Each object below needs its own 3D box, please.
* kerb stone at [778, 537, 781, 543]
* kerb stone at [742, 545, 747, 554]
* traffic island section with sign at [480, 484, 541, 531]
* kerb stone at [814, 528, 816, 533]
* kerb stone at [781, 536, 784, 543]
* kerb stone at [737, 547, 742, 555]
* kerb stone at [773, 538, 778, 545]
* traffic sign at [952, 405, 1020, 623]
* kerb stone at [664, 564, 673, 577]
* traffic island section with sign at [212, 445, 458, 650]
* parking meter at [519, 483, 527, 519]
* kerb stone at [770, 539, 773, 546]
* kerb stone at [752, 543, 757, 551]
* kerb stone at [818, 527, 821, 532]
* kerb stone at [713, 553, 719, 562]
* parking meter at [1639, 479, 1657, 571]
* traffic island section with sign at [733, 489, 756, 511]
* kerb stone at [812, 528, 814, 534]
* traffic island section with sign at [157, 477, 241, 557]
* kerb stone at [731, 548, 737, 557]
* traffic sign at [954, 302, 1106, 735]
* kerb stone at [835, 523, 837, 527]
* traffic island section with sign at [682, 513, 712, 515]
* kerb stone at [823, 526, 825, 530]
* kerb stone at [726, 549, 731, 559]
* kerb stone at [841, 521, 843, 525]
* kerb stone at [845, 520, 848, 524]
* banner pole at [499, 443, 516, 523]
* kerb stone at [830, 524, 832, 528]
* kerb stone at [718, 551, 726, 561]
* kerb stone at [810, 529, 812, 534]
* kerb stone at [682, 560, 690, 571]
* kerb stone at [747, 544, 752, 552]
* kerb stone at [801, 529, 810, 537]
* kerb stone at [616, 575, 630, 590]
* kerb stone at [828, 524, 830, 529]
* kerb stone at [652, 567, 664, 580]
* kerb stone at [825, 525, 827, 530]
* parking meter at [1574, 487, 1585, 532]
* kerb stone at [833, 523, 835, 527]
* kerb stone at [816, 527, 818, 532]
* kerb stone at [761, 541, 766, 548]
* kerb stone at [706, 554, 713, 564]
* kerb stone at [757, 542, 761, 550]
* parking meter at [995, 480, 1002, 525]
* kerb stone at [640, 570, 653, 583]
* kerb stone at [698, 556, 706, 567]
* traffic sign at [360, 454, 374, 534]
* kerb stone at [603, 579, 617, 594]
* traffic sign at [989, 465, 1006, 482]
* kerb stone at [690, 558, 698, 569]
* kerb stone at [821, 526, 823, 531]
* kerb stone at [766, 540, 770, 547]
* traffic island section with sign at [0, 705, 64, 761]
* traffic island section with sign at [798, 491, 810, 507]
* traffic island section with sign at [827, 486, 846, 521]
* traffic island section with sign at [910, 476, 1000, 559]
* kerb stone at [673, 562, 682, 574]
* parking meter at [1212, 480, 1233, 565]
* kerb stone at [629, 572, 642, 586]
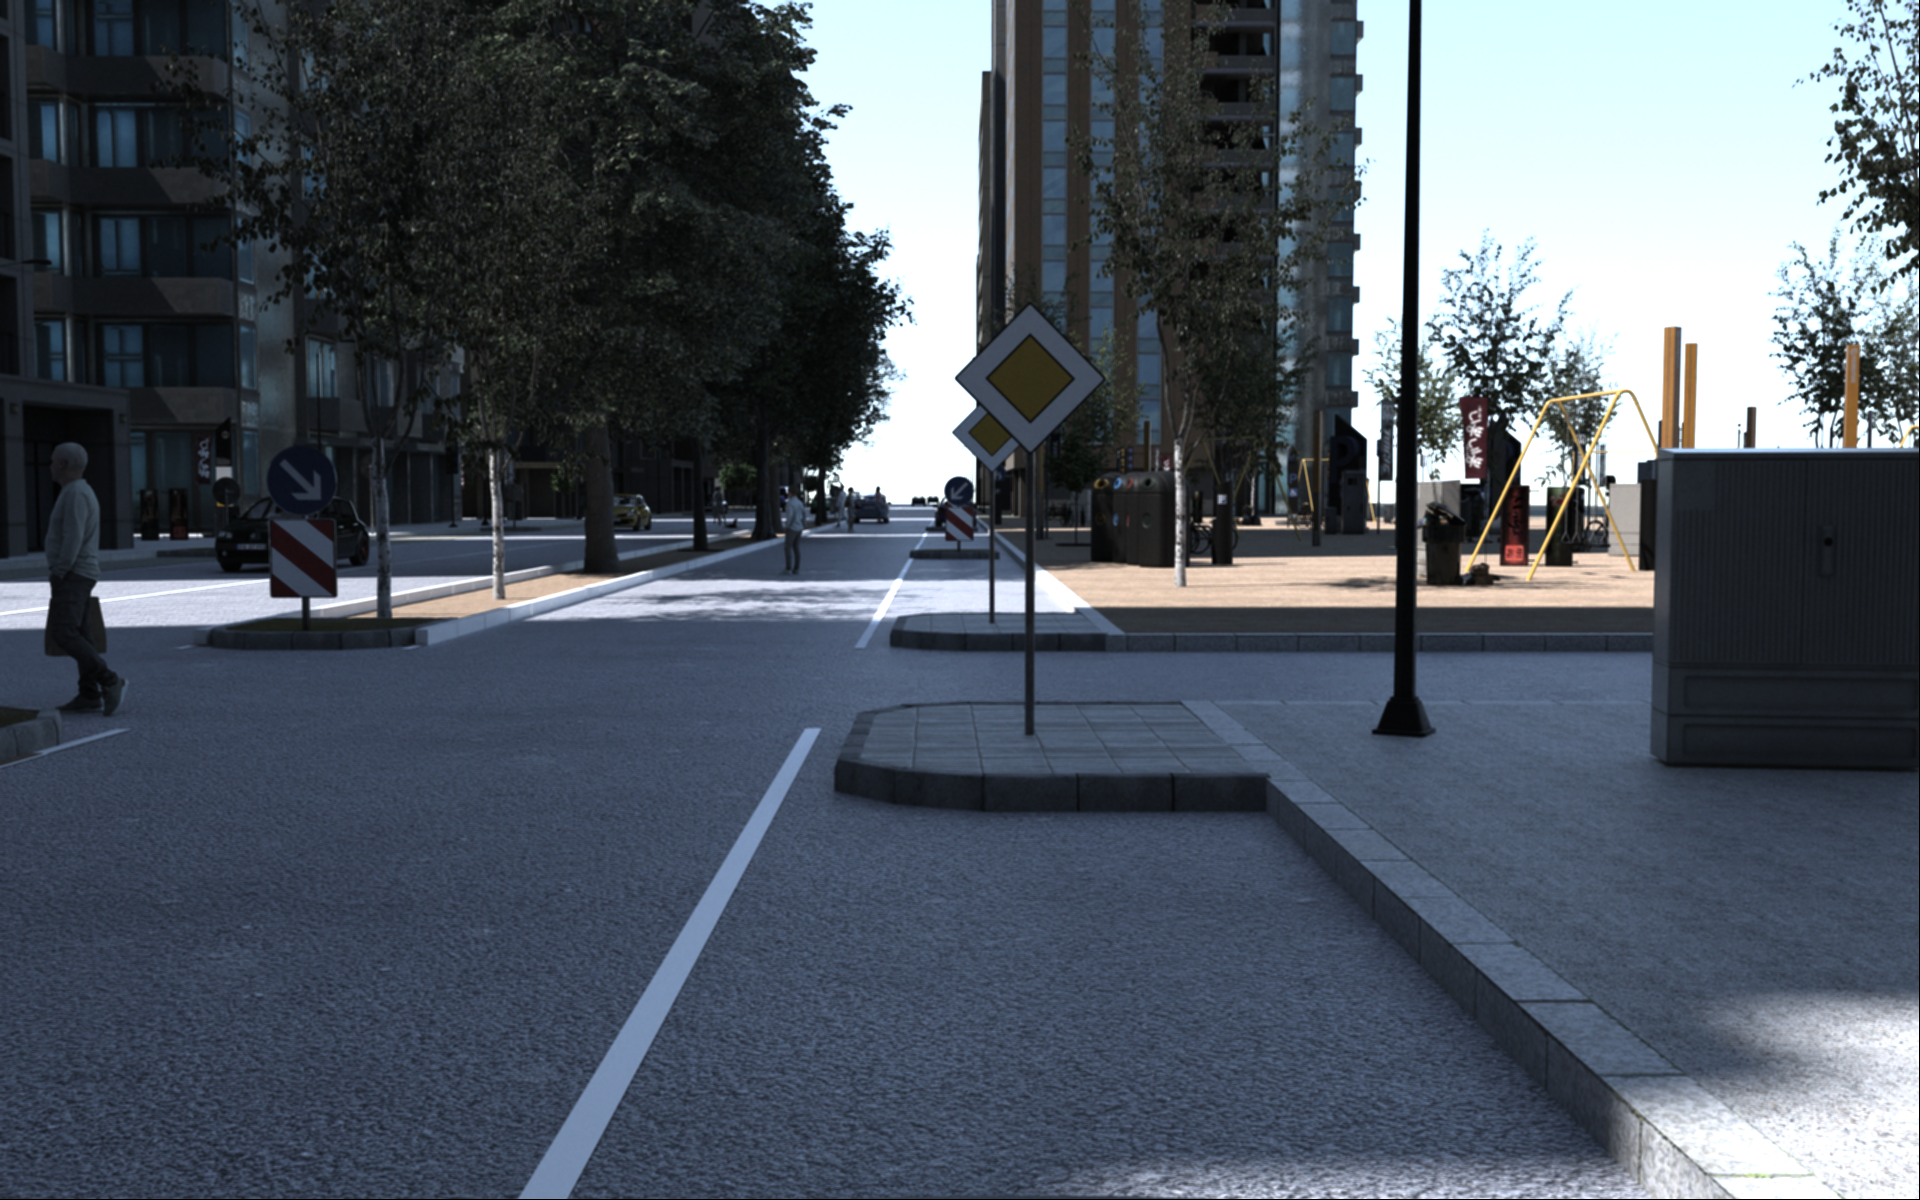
[{"bbox_3d":[-5.320,-1.676,49.677,0.120,0.150,1.000,0,4,0],"label":"kerb stone"},{"bbox_3d":[-5.269,-1.174,41.471,0.120,0.150,1.000,0,4,0],"label":"kerb stone"},{"bbox_3d":[-17.294,-3.564,66.896,1.989,1.847,2.006,0,4,0],"label":"traffic island section with sign"},{"bbox_3d":[-5.417,-2.496,62.997,0.120,0.150,1.000,0,4,0],"label":"kerb stone"},{"bbox_3d":[-5.331,-1.742,50.706,0.120,0.150,1.000,0,4,0],"label":"kerb stone"},{"bbox_3d":[-5.265,-1.114,40.449,0.120,0.150,1.000,0,4,0],"label":"kerb stone"},{"bbox_3d":[-5.304,-1.618,48.654,0.120,0.150,1.000,0,4,0],"label":"kerb stone"},{"bbox_3d":[0.315,-0.827,17.160,0.795,2.450,0.064,0,4,0],"label":"traffic sign"},{"bbox_3d":[-5.189,-0.489,30.217,0.120,0.150,1.000,0,4,0],"label":"kerb stone"},{"bbox_3d":[-6.159,-0.533,16.855,2.006,1.907,1.989,0,4,0],"label":"traffic island section with sign"},{"bbox_3d":[-22.676,-5.140,89.752,0.399,1.863,0.255,1,4,15],"label":"parking meter"},{"bbox_3d":[-5.313,-1.550,47.632,0.120,0.150,1.000,0,4,0],"label":"kerb stone"},{"bbox_3d":[-5.284,-1.302,43.527,0.120,0.150,1.000,0,4,0],"label":"kerb stone"},{"bbox_3d":[-5.423,-2.621,65.044,0.120,0.150,1.000,0,4,0],"label":"kerb stone"},{"bbox_3d":[-5.236,-0.860,36.357,0.120,0.150,1.000,0,4,0],"label":"kerb stone"},{"bbox_3d":[11.633,-1.267,29.122,0.372,1.533,0.369,0,3,0],"label":"parking meter"},{"bbox_3d":[-17.813,-8.288,144.140,1.989,1.847,2.006,0,4,0],"label":"traffic island section with sign"},{"bbox_3d":[-5.404,-2.433,61.967,0.120,0.150,1.000,0,4,0],"label":"kerb stone"},{"bbox_3d":[-17.107,-1.915,39.941,1.989,1.847,2.006,0,4,0],"label":"traffic island section with sign"},{"bbox_3d":[-5.259,-1.054,39.427,0.120,0.150,1.000,0,4,0],"label":"kerb stone"},{"bbox_3d":[0.368,-0.338,9.175,0.795,2.450,0.064,0,4,0],"label":"traffic sign"},{"bbox_3d":[-5.491,-3.182,74.306,0.120,0.150,1.000,0,4,0],"label":"kerb stone"},{"bbox_3d":[-17.632,-6.626,116.969,1.989,1.847,2.006,0,4,0],"label":"traffic island section with sign"},{"bbox_3d":[-5.443,-2.747,67.112,0.120,0.150,1.000,0,4,0],"label":"kerb stone"},{"bbox_3d":[-5.251,-0.990,38.405,0.120,0.150,1.000,0,4,0],"label":"kerb stone"},{"bbox_3d":[-5.510,-3.436,78.411,0.120,0.150,1.000,0,4,0],"label":"kerb stone"},{"bbox_3d":[-5.561,-3.748,83.542,0.120,0.150,1.000,0,4,0],"label":"kerb stone"},{"bbox_3d":[-19.814,-5.255,75.928,0.401,3.779,0.863,3,5,42],"label":"banner pole"},{"bbox_3d":[-5.470,-2.994,71.224,0.120,0.150,1.000,0,4,0],"label":"kerb stone"},{"bbox_3d":[-5.241,-0.924,37.383,0.120,0.150,1.000,0,4,0],"label":"kerb stone"},{"bbox_3d":[-5.394,-2.370,60.944,0.120,0.150,1.000,0,4,0],"label":"kerb stone"},{"bbox_3d":[-5.216,-0.616,32.264,0.120,0.150,1.000,0,4,0],"label":"kerb stone"},{"bbox_3d":[-5.274,-1.239,42.505,0.120,0.150,1.000,0,4,0],"label":"kerb stone"},{"bbox_3d":[-5.391,-2.304,59.917,0.120,0.150,1.000,0,4,0],"label":"kerb stone"},{"bbox_3d":[-5.166,-0.240,26.125,0.120,0.150,1.000,0,4,0],"label":"kerb stone"},{"bbox_3d":[-5.457,-2.936,70.199,0.120,0.150,1.000,0,4,0],"label":"kerb stone"},{"bbox_3d":[-5.178,-0.427,29.195,0.120,0.150,1.000,0,4,0],"label":"kerb stone"},{"bbox_3d":[-5.447,-2.805,68.151,0.120,0.150,1.000,0,4,0],"label":"kerb stone"},{"bbox_3d":[20.915,-3.066,58.548,0.372,1.533,0.369,0,3,0],"label":"parking meter"},{"bbox_3d":[-5.479,-3.123,73.281,0.120,0.150,1.000,0,4,0],"label":"kerb stone"},{"bbox_3d":[-5.429,-2.558,64.022,0.120,0.150,1.000,0,4,0],"label":"kerb stone"},{"bbox_3d":[-5.294,-1.430,45.575,0.120,0.150,1.000,0,4,0],"label":"kerb stone"},{"bbox_3d":[-5.224,-0.803,35.330,0.120,0.150,1.000,0,4,0],"label":"kerb stone"},{"bbox_3d":[-5.293,-1.367,44.549,0.120,0.150,1.000,0,4,0],"label":"kerb stone"},{"bbox_3d":[1.530,-4.081,72.437,0.399,1.863,0.255,-1,4,-13],"label":"parking meter"},{"bbox_3d":[-5.180,-0.365,28.170,0.120,0.150,1.000,0,4,0],"label":"kerb stone"},{"bbox_3d":[-5.218,-0.738,34.308,0.120,0.150,1.000,0,4,0],"label":"kerb stone"},{"bbox_3d":[-18.897,-3.396,55.631,0.768,2.556,0.104,0,4,2],"label":"traffic sign"},{"bbox_3d":[-5.158,-0.173,25.094,0.120,0.150,1.000,0,4,0],"label":"kerb stone"},{"bbox_3d":[1.625,-4.586,75.087,0.768,2.556,0.104,0,4,5],"label":"traffic sign"},{"bbox_3d":[-5.213,-0.673,33.286,0.120,0.150,1.000,0,4,0],"label":"kerb stone"},{"bbox_3d":[-5.433,-2.684,66.074,0.120,0.150,1.000,0,4,0],"label":"kerb stone"},{"bbox_3d":[-5.300,-1.493,46.608,0.120,0.150,1.000,0,4,0],"label":"kerb stone"},{"bbox_3d":[-6.119,-0.080,9.448,2.006,1.907,1.989,0,4,0],"label":"traffic island section with sign"},{"bbox_3d":[-18.166,-11.577,197.911,1.989,1.847,2.006,0,4,0],"label":"traffic island section with sign"},{"bbox_3d":[-6.672,-5.129,91.991,2.006,1.907,1.989,0,4,0],"label":"traffic island section with sign"},{"bbox_3d":[-0.130,-1.857,38.984,1.989,1.847,2.006,0,4,0],"label":"traffic island section with sign"},{"bbox_3d":[-5.199,-0.551,31.242,0.120,0.150,1.000,0,4,0],"label":"kerb stone"},{"bbox_3d":[4.769,-1.410,31.463,0.372,1.533,0.369,0,3,0],"label":"parking meter"},{"bbox_3d":[-5.173,-0.300,27.148,0.120,0.150,1.000,0,4,0],"label":"kerb stone"}]
